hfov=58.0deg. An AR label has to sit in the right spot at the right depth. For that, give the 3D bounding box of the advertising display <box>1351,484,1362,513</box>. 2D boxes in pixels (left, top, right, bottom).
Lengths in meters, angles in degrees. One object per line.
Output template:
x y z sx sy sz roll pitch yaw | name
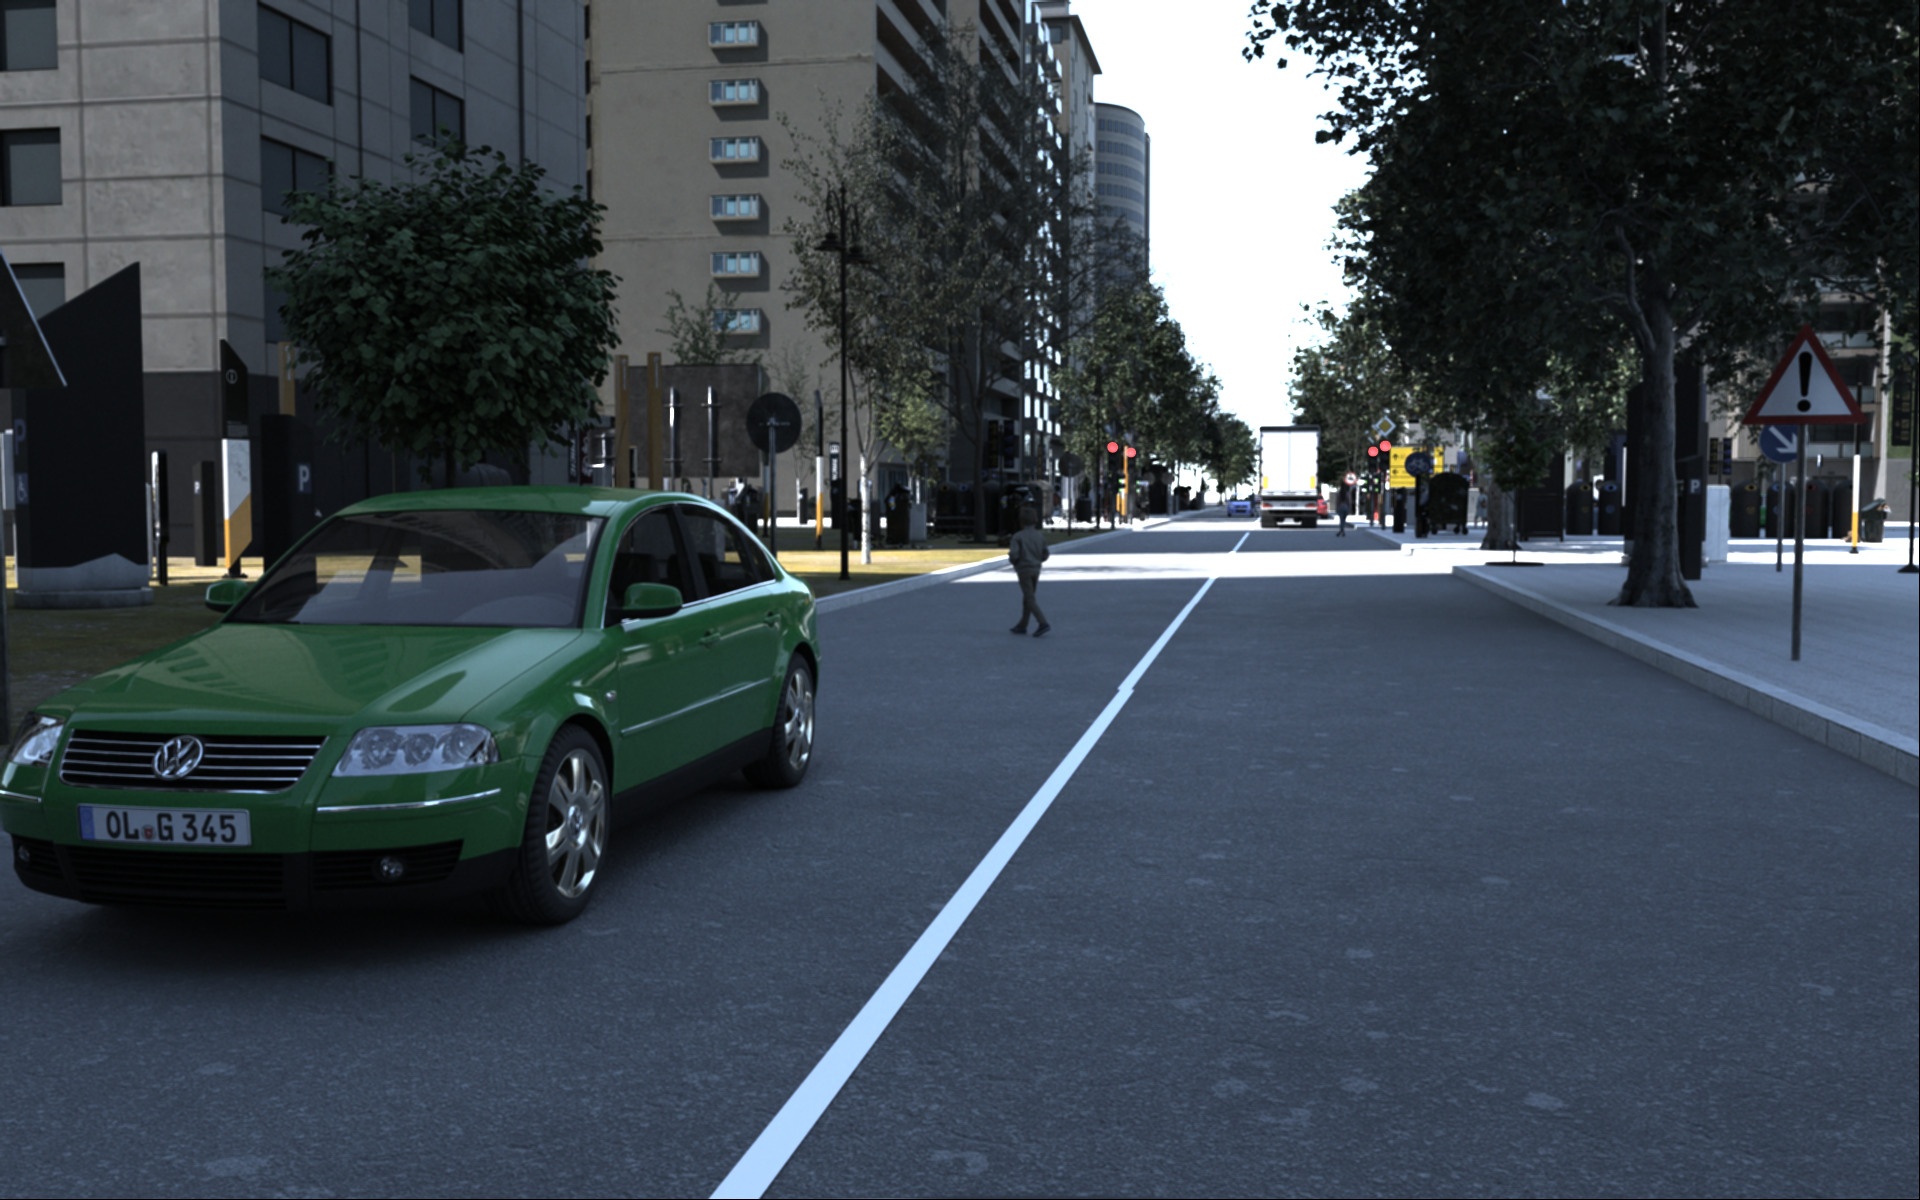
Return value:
26.436 -6.777 116.020 0.974 1.923 0.123 1 4 12 | advertising display

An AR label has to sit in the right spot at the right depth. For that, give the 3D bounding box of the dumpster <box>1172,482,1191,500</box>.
18.048 -8.496 141.407 1.502 2.255 1.985 1 4 10 | dumpster

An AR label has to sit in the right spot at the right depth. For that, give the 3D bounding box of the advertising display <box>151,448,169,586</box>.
-11.344 -1.184 24.571 0.123 1.923 0.974 -2 4 -30 | advertising display

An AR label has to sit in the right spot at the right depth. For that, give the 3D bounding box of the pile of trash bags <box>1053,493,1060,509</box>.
6.133 -7.754 136.523 3.447 1.369 1.912 0 4 -1 | pile of trash bags

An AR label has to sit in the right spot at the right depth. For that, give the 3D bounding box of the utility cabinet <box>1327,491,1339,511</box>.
27.545 -7.268 127.508 1.173 1.500 0.318 -2 4 -28 | utility cabinet

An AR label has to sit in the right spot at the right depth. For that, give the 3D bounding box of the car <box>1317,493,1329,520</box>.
20.026 -5.497 98.910 2.155 1.783 4.494 1 4 9 | car

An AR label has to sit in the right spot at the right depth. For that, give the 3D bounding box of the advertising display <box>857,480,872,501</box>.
-4.264 -4.429 77.620 0.123 1.923 0.974 2 4 32 | advertising display

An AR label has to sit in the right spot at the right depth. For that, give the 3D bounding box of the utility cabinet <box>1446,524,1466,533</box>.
16.669 -2.873 58.138 0.306 1.237 1.020 0 4 -7 | utility cabinet

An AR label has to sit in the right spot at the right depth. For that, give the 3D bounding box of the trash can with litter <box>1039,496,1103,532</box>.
3.822 -2.925 58.880 2.233 1.210 1.678 0 4 4 | trash can with litter

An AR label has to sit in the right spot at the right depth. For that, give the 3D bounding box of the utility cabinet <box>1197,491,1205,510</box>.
19.751 -8.155 142.012 0.318 1.500 1.173 -1 4 -11 | utility cabinet

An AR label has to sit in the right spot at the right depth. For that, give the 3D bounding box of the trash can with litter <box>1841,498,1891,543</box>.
23.629 -2.066 45.173 1.055 1.170 0.624 0 4 0 | trash can with litter

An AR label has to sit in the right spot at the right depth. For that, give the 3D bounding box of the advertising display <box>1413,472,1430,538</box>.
13.543 -2.784 50.730 0.123 1.923 0.974 2 4 32 | advertising display

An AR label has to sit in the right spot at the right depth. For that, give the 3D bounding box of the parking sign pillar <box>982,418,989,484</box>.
0.783 -4.446 61.163 1.447 3.967 1.447 0 4 -1 | parking sign pillar

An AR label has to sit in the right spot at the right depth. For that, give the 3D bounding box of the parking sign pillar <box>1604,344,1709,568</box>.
12.474 -2.575 30.580 1.447 3.967 1.447 -3 5 -43 | parking sign pillar

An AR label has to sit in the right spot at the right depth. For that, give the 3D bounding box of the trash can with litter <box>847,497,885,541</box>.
-2.597 -2.227 47.798 0.624 1.170 1.055 3 5 40 | trash can with litter

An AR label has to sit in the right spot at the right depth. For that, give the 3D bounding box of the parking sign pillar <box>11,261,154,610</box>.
-10.069 -1.917 19.811 1.447 3.967 1.447 3 5 41 | parking sign pillar

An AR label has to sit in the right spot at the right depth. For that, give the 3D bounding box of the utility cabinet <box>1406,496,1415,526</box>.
18.554 -3.593 69.903 1.020 1.237 0.306 1 4 22 | utility cabinet

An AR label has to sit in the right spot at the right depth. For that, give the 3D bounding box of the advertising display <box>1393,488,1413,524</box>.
18.959 -4.202 73.919 0.974 1.923 0.123 -1 4 -13 | advertising display

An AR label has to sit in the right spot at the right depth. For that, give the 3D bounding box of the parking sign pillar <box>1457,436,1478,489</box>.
22.791 -5.495 78.314 1.447 3.967 1.447 1 4 8 | parking sign pillar

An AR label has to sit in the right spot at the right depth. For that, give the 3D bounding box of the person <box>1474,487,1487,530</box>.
19.798 -3.442 65.777 0.512 1.701 0.522 -2 4 -25 | person

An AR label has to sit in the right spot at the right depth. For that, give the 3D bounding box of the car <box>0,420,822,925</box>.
-1.888 0.093 7.277 1.959 1.807 4.718 1 4 10 | car

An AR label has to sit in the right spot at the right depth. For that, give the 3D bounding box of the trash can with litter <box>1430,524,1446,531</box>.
16.985 -3.022 60.803 1.055 1.170 0.624 -2 4 -32 | trash can with litter

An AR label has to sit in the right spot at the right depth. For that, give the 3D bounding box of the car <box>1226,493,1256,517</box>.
17.955 -6.183 110.678 1.945 1.707 3.694 1 4 9 | car

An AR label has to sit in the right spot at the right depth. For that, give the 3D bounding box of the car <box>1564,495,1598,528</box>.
23.495 -3.244 65.045 4.499 1.417 2.014 1 4 10 | car

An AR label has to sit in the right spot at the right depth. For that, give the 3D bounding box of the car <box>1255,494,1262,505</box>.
34.365 -11.678 199.974 2.155 1.783 4.494 1 4 10 | car

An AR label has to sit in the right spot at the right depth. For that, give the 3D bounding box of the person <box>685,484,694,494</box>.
-11.083 -3.815 70.851 0.573 1.828 0.580 -2 4 -35 | person

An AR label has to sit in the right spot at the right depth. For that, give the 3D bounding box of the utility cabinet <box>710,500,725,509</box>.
-3.197 -0.522 19.691 1.020 1.237 0.306 1 4 16 | utility cabinet

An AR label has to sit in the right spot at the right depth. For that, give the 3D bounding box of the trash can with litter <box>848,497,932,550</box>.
-1.734 -1.823 40.869 2.233 1.210 1.678 -1 4 -9 | trash can with litter

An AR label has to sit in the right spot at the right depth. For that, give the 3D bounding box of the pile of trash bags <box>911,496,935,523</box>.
-1.711 -4.074 76.368 1.912 1.369 3.447 -3 5 -41 | pile of trash bags

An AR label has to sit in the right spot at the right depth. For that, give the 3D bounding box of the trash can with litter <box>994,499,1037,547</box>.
1.342 -1.883 42.180 1.055 1.170 0.624 2 4 26 | trash can with litter

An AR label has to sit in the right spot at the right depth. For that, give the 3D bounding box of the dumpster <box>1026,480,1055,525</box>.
3.237 -4.057 72.098 1.264 1.857 1.865 1 4 10 | dumpster

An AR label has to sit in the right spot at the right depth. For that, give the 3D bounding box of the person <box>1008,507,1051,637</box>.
0.684 -0.289 17.502 0.475 1.303 0.640 -3 5 -44 | person

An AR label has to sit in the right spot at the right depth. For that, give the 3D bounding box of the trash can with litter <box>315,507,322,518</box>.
-13.839 -1.504 35.977 0.624 1.170 1.055 1 4 23 | trash can with litter

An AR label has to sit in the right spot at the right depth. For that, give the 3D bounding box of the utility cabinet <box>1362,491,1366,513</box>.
29.707 -7.416 129.930 1.173 1.500 0.318 -1 4 -18 | utility cabinet

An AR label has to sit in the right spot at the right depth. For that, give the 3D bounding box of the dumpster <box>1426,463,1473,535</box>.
15.502 -3.227 55.253 1.502 2.255 1.985 1 4 10 | dumpster

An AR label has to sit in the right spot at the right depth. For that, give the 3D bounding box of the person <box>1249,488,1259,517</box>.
18.036 -5.989 106.449 0.654 1.822 0.581 3 5 41 | person

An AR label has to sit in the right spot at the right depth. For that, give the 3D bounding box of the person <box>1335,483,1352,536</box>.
12.964 -3.059 58.529 0.555 1.821 0.388 0 4 -2 | person

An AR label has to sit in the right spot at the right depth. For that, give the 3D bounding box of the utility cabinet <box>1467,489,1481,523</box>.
22.198 -4.088 75.521 1.173 1.500 0.318 -2 4 -25 | utility cabinet

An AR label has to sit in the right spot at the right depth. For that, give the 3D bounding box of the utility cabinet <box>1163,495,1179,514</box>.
13.849 -6.278 113.814 1.020 1.237 0.306 0 4 0 | utility cabinet

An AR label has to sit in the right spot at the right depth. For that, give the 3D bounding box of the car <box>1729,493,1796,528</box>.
28.723 -3.329 63.232 4.718 1.807 1.959 1 4 8 | car

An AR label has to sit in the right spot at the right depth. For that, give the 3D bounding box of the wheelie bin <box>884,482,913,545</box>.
-1.555 -2.209 44.023 0.693 1.594 0.980 0 4 4 | wheelie bin

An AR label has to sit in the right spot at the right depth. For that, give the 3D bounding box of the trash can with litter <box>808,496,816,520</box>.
-7.343 -4.463 84.353 0.624 1.170 1.055 3 5 41 | trash can with litter

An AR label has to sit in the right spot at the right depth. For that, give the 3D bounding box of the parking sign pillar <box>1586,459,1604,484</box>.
21.862 -4.203 57.186 1.447 3.967 1.447 -2 4 -29 | parking sign pillar

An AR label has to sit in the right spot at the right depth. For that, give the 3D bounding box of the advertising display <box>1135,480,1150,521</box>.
8.577 -4.660 81.408 0.123 1.923 0.974 3 5 42 | advertising display

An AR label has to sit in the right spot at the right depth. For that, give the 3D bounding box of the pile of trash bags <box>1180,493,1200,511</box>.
17.850 -7.742 136.326 1.912 1.369 3.447 0 4 3 | pile of trash bags

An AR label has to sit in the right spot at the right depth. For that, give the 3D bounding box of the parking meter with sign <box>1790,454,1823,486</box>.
36.996 -4.900 76.382 1.738 3.016 0.543 1 4 16 | parking meter with sign

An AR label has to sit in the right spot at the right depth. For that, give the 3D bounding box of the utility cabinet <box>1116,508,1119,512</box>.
11.516 -6.855 120.752 1.173 1.500 0.318 0 4 -1 | utility cabinet

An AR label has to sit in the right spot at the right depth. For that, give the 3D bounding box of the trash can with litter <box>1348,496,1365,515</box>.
23.866 -5.688 104.384 1.055 1.170 0.624 -1 4 -8 | trash can with litter

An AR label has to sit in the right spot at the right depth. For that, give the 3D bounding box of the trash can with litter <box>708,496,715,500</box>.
-11.857 -4.268 80.841 1.678 1.210 2.233 1 4 20 | trash can with litter

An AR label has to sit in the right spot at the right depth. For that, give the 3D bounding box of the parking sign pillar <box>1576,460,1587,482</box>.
35.694 -6.776 99.254 1.447 3.967 1.447 2 4 35 | parking sign pillar
